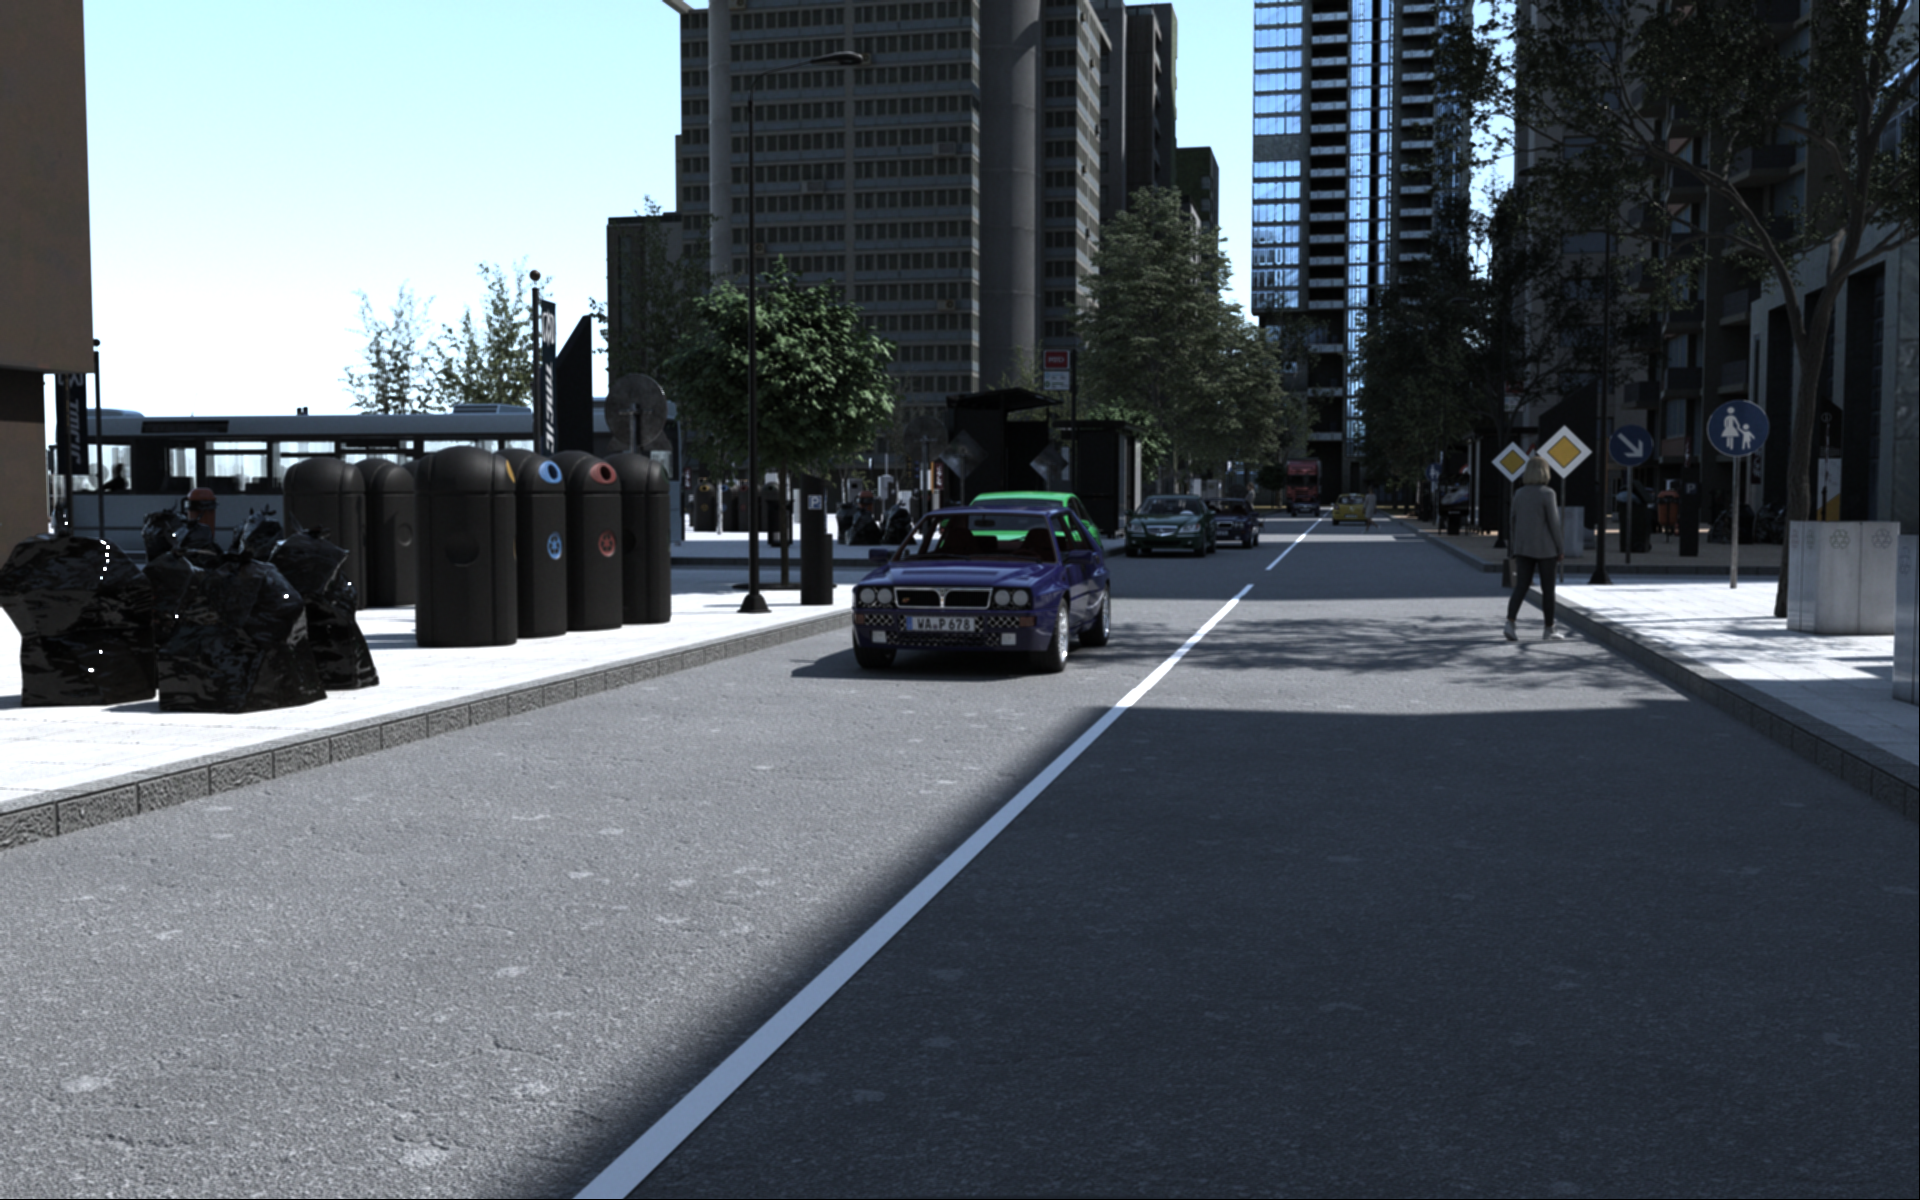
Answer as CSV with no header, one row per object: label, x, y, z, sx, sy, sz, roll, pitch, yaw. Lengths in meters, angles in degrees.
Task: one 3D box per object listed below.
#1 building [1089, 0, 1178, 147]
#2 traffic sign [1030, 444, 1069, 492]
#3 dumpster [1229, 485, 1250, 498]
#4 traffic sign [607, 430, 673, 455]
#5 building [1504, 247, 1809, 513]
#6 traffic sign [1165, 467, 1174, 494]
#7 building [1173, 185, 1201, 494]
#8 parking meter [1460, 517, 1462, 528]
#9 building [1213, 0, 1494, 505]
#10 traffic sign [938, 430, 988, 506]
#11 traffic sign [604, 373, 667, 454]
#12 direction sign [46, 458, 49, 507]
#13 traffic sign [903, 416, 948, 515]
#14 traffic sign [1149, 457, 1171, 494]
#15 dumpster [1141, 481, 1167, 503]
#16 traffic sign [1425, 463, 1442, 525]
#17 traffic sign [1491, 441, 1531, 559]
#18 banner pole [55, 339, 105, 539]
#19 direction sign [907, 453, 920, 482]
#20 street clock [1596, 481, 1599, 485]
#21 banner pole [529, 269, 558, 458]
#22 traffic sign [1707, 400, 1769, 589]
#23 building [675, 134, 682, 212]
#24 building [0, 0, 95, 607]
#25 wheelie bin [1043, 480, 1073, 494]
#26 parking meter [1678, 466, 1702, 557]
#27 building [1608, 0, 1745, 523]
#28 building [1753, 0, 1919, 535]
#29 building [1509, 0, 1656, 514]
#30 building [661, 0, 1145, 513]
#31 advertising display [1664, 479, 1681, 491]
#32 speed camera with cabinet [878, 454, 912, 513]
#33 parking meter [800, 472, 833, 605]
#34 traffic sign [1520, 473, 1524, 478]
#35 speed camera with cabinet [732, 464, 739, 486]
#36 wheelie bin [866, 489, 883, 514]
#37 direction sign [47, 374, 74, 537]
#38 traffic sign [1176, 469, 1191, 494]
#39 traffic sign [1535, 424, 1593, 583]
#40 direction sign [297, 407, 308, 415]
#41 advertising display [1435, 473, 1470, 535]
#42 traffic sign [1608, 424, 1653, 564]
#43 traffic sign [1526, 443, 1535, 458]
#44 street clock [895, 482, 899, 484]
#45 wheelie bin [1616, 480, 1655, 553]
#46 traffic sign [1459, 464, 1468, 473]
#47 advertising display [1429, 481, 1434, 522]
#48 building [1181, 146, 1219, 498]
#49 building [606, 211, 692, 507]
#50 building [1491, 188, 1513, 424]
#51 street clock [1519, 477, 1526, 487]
building,9.948,-28.007,141.506,14.154,41.232,14.086,1,4,13
traffic sign,1.785,-1.906,34.798,0.795,2.450,0.064,1,4,13
dumpster,17.343,-6.241,107.806,1.264,1.857,1.865,1,4,13
traffic sign,-3.956,-1.306,21.353,0.884,2.594,0.081,1,4,15
building,58.237,-51.265,150.857,22.319,86.520,31.000,1,4,13
traffic sign,8.789,-4.542,74.359,0.768,2.556,0.104,1,4,20
building,16.369,-24.412,170.842,14.107,30.474,14.160,1,4,13
parking meter,18.562,-3.607,64.680,0.399,1.863,0.255,2,4,32
building,46.682,-54.551,204.573,31.000,86.520,22.319,1,4,13
traffic sign,0.041,-1.429,27.005,0.795,2.450,0.064,1,4,13
traffic sign,-3.443,-1.114,18.320,0.768,2.556,0.104,1,4,22
direction sign,-43.172,-5.507,82.033,0.876,3.537,0.379,-1,4,-18
traffic sign,-0.571,-1.719,28.208,0.768,2.556,0.104,1,4,17
traffic sign,6.835,-3.617,59.251,0.768,2.556,0.104,1,4,18
dumpster,7.986,-4.109,72.945,1.264,1.857,1.865,1,4,13
traffic sign,19.356,-4.315,70.651,0.768,2.556,0.104,1,4,13
traffic sign,10.461,-1.786,32.844,0.795,2.450,0.064,1,4,13
banner pole,-14.083,-2.314,27.843,0.863,3.779,0.401,-3,5,-39
direction sign,-2.504,-6.137,92.343,0.876,3.537,0.379,3,4,38
street clock,34.294,-5.454,93.749,0.471,2.002,0.358,3,4,36
banner pole,-4.707,-1.812,19.644,0.401,3.779,0.863,0,4,8
traffic sign,10.514,-1.429,23.466,0.768,2.556,0.104,1,4,21
building,-22.175,-36.498,220.446,21.600,48.544,21.300,1,4,13
building,-18.651,-22.260,14.054,14.200,45.320,14.600,1,4,13
wheelie bin,2.176,-1.918,39.271,0.980,1.594,0.693,0,4,-7
parking meter,15.036,-1.830,35.629,0.399,1.863,0.255,1,4,22
building,44.183,-26.129,81.831,22.147,44.769,28.867,1,4,13
building,37.988,-44.664,42.924,31.000,86.520,22.319,1,4,13
building,50.350,-35.520,122.759,21.231,58.520,28.212,1,4,13
building,-2.996,-26.471,124.687,32.217,40.220,23.993,1,4,13
advertising display,29.745,-4.089,72.070,0.974,1.923,0.123,-1,4,-11
speed camera with cabinet,-2.967,-5.550,85.083,2.038,3.252,0.660,-1,4,-14
parking meter,-1.663,-0.714,20.080,0.372,1.533,0.369,0,3,0
traffic sign,20.044,-3.829,62.714,0.768,2.556,0.104,1,4,22
speed camera with cabinet,-14.671,-6.872,106.686,2.038,3.252,0.660,0,4,2
wheelie bin,-5.158,-6.181,108.966,0.980,1.594,0.693,-2,4,-24
direction sign,-11.600,-1.868,22.538,0.379,3.537,0.876,-2,4,-25
traffic sign,11.209,-5.322,87.116,0.768,2.556,0.104,1,4,18
traffic sign,8.717,-1.309,25.051,0.795,2.450,0.064,1,4,13
direction sign,-17.116,-3.252,45.175,0.379,3.537,0.876,-3,4,-37
advertising display,15.352,-2.975,53.851,0.974,1.923,0.123,0,4,-3
traffic sign,12.299,-1.939,31.814,0.768,2.556,0.104,1,4,22
traffic sign,14.596,-2.702,44.174,0.884,2.594,0.081,1,4,19
street clock,-3.866,-6.238,106.563,0.358,2.002,0.471,0,4,-2
wheelie bin,14.797,-1.841,38.002,0.693,1.594,0.980,2,4,35
traffic sign,21.399,-4.451,72.881,0.768,2.556,0.104,1,4,19
advertising display,21.817,-4.490,78.619,0.974,1.923,0.123,0,4,2
building,23.537,-32.066,207.868,14.086,41.232,14.154,1,4,13
building,-27.534,-25.019,180.758,14.107,30.474,14.160,1,4,13
building,75.659,-31.400,205.274,23.993,40.220,32.217,1,4,13
street clock,23.568,-4.140,72.262,0.358,2.002,0.471,-3,4,-38
